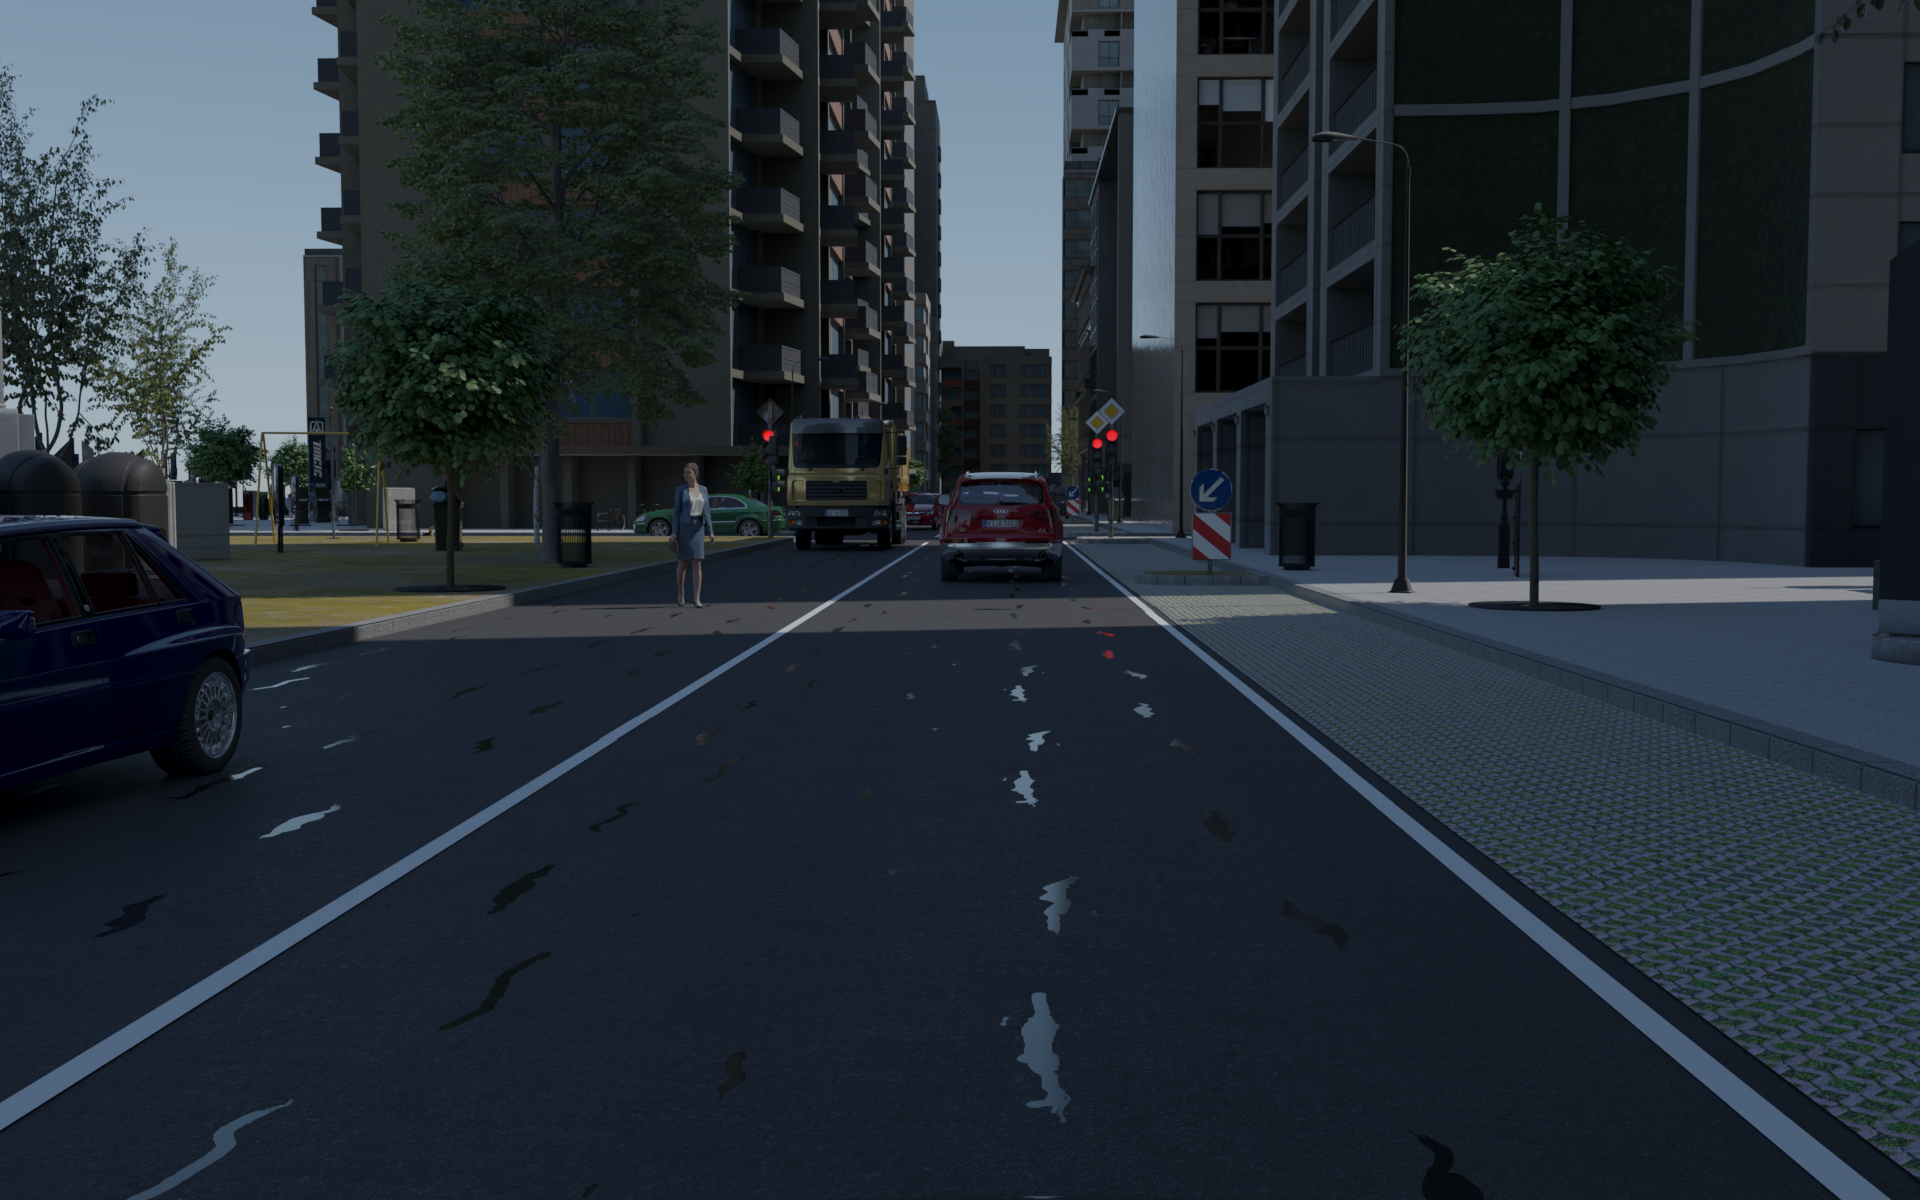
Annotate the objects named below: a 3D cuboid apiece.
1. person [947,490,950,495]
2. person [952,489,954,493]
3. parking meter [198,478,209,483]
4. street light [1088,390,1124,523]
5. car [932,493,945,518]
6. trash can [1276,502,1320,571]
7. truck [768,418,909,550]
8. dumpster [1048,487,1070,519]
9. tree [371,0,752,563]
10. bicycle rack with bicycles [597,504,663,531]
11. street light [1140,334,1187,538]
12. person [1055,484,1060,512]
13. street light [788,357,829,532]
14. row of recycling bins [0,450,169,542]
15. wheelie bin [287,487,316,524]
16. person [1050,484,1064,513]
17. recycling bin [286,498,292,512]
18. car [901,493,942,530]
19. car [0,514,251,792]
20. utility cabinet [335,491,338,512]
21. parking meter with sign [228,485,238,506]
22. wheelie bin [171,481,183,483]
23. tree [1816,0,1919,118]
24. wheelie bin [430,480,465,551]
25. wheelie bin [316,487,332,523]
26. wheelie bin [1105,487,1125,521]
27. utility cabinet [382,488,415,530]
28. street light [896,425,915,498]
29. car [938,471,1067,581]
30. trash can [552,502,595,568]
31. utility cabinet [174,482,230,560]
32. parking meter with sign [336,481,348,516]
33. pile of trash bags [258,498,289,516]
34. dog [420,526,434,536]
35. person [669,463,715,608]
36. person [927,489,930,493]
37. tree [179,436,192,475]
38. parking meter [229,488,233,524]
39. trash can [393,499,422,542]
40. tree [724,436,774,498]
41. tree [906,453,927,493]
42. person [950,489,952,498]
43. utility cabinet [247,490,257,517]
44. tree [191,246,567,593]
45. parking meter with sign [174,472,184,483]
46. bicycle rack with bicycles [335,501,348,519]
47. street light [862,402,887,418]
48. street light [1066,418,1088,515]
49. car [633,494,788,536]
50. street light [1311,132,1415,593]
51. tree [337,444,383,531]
[{"bbox_3d":[-1.124,-9.230,159.414,0.705,1.824,1.348,1,4,14],"label":"person"},{"bbox_3d":[-0.242,-5.866,105.086,0.598,1.740,0.731,0,4,-1],"label":"person"},{"bbox_3d":[-28.118,-3.595,64.494,0.399,1.863,0.255,-1,4,-15],"label":"parking meter"},{"bbox_3d":[6.610,-6.404,77.241,1.470,5.913,1.316,0,4,1],"label":"street light"},{"bbox_3d":[-1.815,-5.806,103.965,2.155,1.783,4.494,0,4,1],"label":"car"},{"bbox_3d":[5.688,-1.074,29.220,0.748,1.137,0.748,0,3,0],"label":"trash can"},{"bbox_3d":[-2.943,-3.119,46.913,3.469,3.379,9.791,0,4,2],"label":"truck"},{"bbox_3d":[5.403,-5.575,99.366,1.865,1.857,1.264,0,4,3],"label":"dumpster"},{"bbox_3d":[-7.391,-6.986,32.353,7.486,12.596,7.792,0,3,0],"label":"tree"},{"bbox_3d":[-11.427,-2.899,60.776,2.852,0.926,2.925,0,4,5],"label":"bicycle rack with bicycles"},{"bbox_3d":[5.928,-4.771,50.551,1.470,5.913,1.316,0,4,1],"label":"street light"},{"bbox_3d":[3.985,-3.976,73.371,0.748,1.841,0.638,1,4,11],"label":"person"},{"bbox_3d":[-5.155,-5.290,59.040,1.470,5.913,1.316,0,4,1],"label":"street light"},{"bbox_3d":[-8.988,-0.540,15.943,1.069,1.692,3.534,2,4,34],"label":"row of recycling bins"},{"bbox_3d":[-28.213,-4.042,73.993,0.980,1.594,0.693,-2,4,-28],"label":"wheelie bin"},{"bbox_3d":[3.288,-3.134,60.156,0.576,1.772,0.534,-2,4,-31],"label":"person"},{"bbox_3d":[-46.815,-6.629,120.943,0.722,1.027,0.722,-3,5,-41],"label":"recycling bin"},{"bbox_3d":[-1.713,-3.754,70.423,2.155,1.783,4.494,0,4,3],"label":"car"},{"bbox_3d":[-4.729,0.303,7.632,1.945,1.354,3.894,0,4,3],"label":"car"},{"bbox_3d":[-39.768,-6.297,111.627,1.173,1.500,0.318,1,4,8],"label":"utility cabinet"},{"bbox_3d":[-50.239,-7.456,118.170,1.738,3.016,0.543,-1,4,-18],"label":"parking meter with sign"},{"bbox_3d":[-18.511,-1.992,40.477,0.980,1.594,0.693,-1,4,-13],"label":"wheelie bin"},{"bbox_3d":[6.130,-3.533,8.133,4.360,8.622,3.978,0,3,0],"label":"tree"},{"bbox_3d":[-11.634,-1.920,39.304,0.693,1.594,0.980,-1,4,-9],"label":"wheelie bin"},{"bbox_3d":[-28.731,-4.275,77.804,0.980,1.594,0.693,-3,5,-40],"label":"wheelie bin"},{"bbox_3d":[7.273,-4.514,81.714,0.980,1.594,0.693,-2,4,-28],"label":"wheelie bin"},{"bbox_3d":[-19.640,-3.180,60.674,0.318,1.500,1.173,2,4,32],"label":"utility cabinet"},{"bbox_3d":[-3.702,-8.799,116.407,1.470,5.913,1.316,0,4,1],"label":"street light"},{"bbox_3d":[0.726,-1.308,30.062,2.281,1.827,5.304,0,4,2],"label":"car"},{"bbox_3d":[-6.751,-1.140,30.287,0.748,1.137,0.748,0,3,0],"label":"trash can"},{"bbox_3d":[-14.788,-1.523,33.587,0.318,1.500,1.173,2,4,32],"label":"utility cabinet"},{"bbox_3d":[-36.039,-6.424,101.286,0.543,3.016,1.738,-3,5,-42],"label":"parking meter with sign"},{"bbox_3d":[-40.808,-5.754,103.829,3.447,1.369,1.912,-3,4,-39],"label":"pile of trash bags"},{"bbox_3d":[-17.379,-2.223,56.540,0.550,0.427,0.748,-3,5,-40],"label":"dog"},{"bbox_3d":[-3.403,-0.820,21.928,0.581,1.822,0.654,-1,4,-17],"label":"person"},{"bbox_3d":[-2.248,-6.976,122.746,0.721,1.800,0.419,-1,4,-13],"label":"person"},{"bbox_3d":[-29.638,-5.271,69.900,4.285,4.588,4.351,0,3,0],"label":"tree"},{"bbox_3d":[-31.529,-4.050,74.626,0.372,1.533,0.369,0,3,0],"label":"parking meter"},{"bbox_3d":[-14.825,-2.133,46.525,0.748,1.137,0.748,0,3,0],"label":"trash can"},{"bbox_3d":[-6.887,-3.865,57.802,1.663,3.219,1.824,0,3,0],"label":"tree"},{"bbox_3d":[-4.182,-9.115,132.742,4.285,4.588,4.351,0,3,0],"label":"tree"},{"bbox_3d":[-0.566,-7.307,128.305,0.444,1.785,0.601,-3,5,-43],"label":"person"},{"bbox_3d":[-39.498,-5.373,96.524,0.318,1.500,1.173,0,4,0],"label":"utility cabinet"},{"bbox_3d":[-6.868,-2.406,23.050,4.285,4.588,4.351,0,3,0],"label":"tree"},{"bbox_3d":[-50.500,-7.140,112.998,1.738,3.016,0.543,1,4,12],"label":"parking meter with sign"},{"bbox_3d":[-31.009,-4.609,88.734,2.852,0.926,2.925,1,4,16],"label":"bicycle rack with bicycles"},{"bbox_3d":[-4.418,-7.057,87.923,1.470,5.913,1.316,0,4,1],"label":"street light"},{"bbox_3d":[7.312,-8.127,105.409,1.470,5.913,1.316,0,4,1],"label":"street light"},{"bbox_3d":[-7.822,-2.608,54.434,4.920,1.459,2.131,0,4,3],"label":"car"},{"bbox_3d":[5.209,-3.048,22.383,1.470,5.913,1.316,0,4,1],"label":"street light"},{"bbox_3d":[-21.172,-4.015,60.239,1.663,3.219,1.824,0,3,0],"label":"tree"}]
